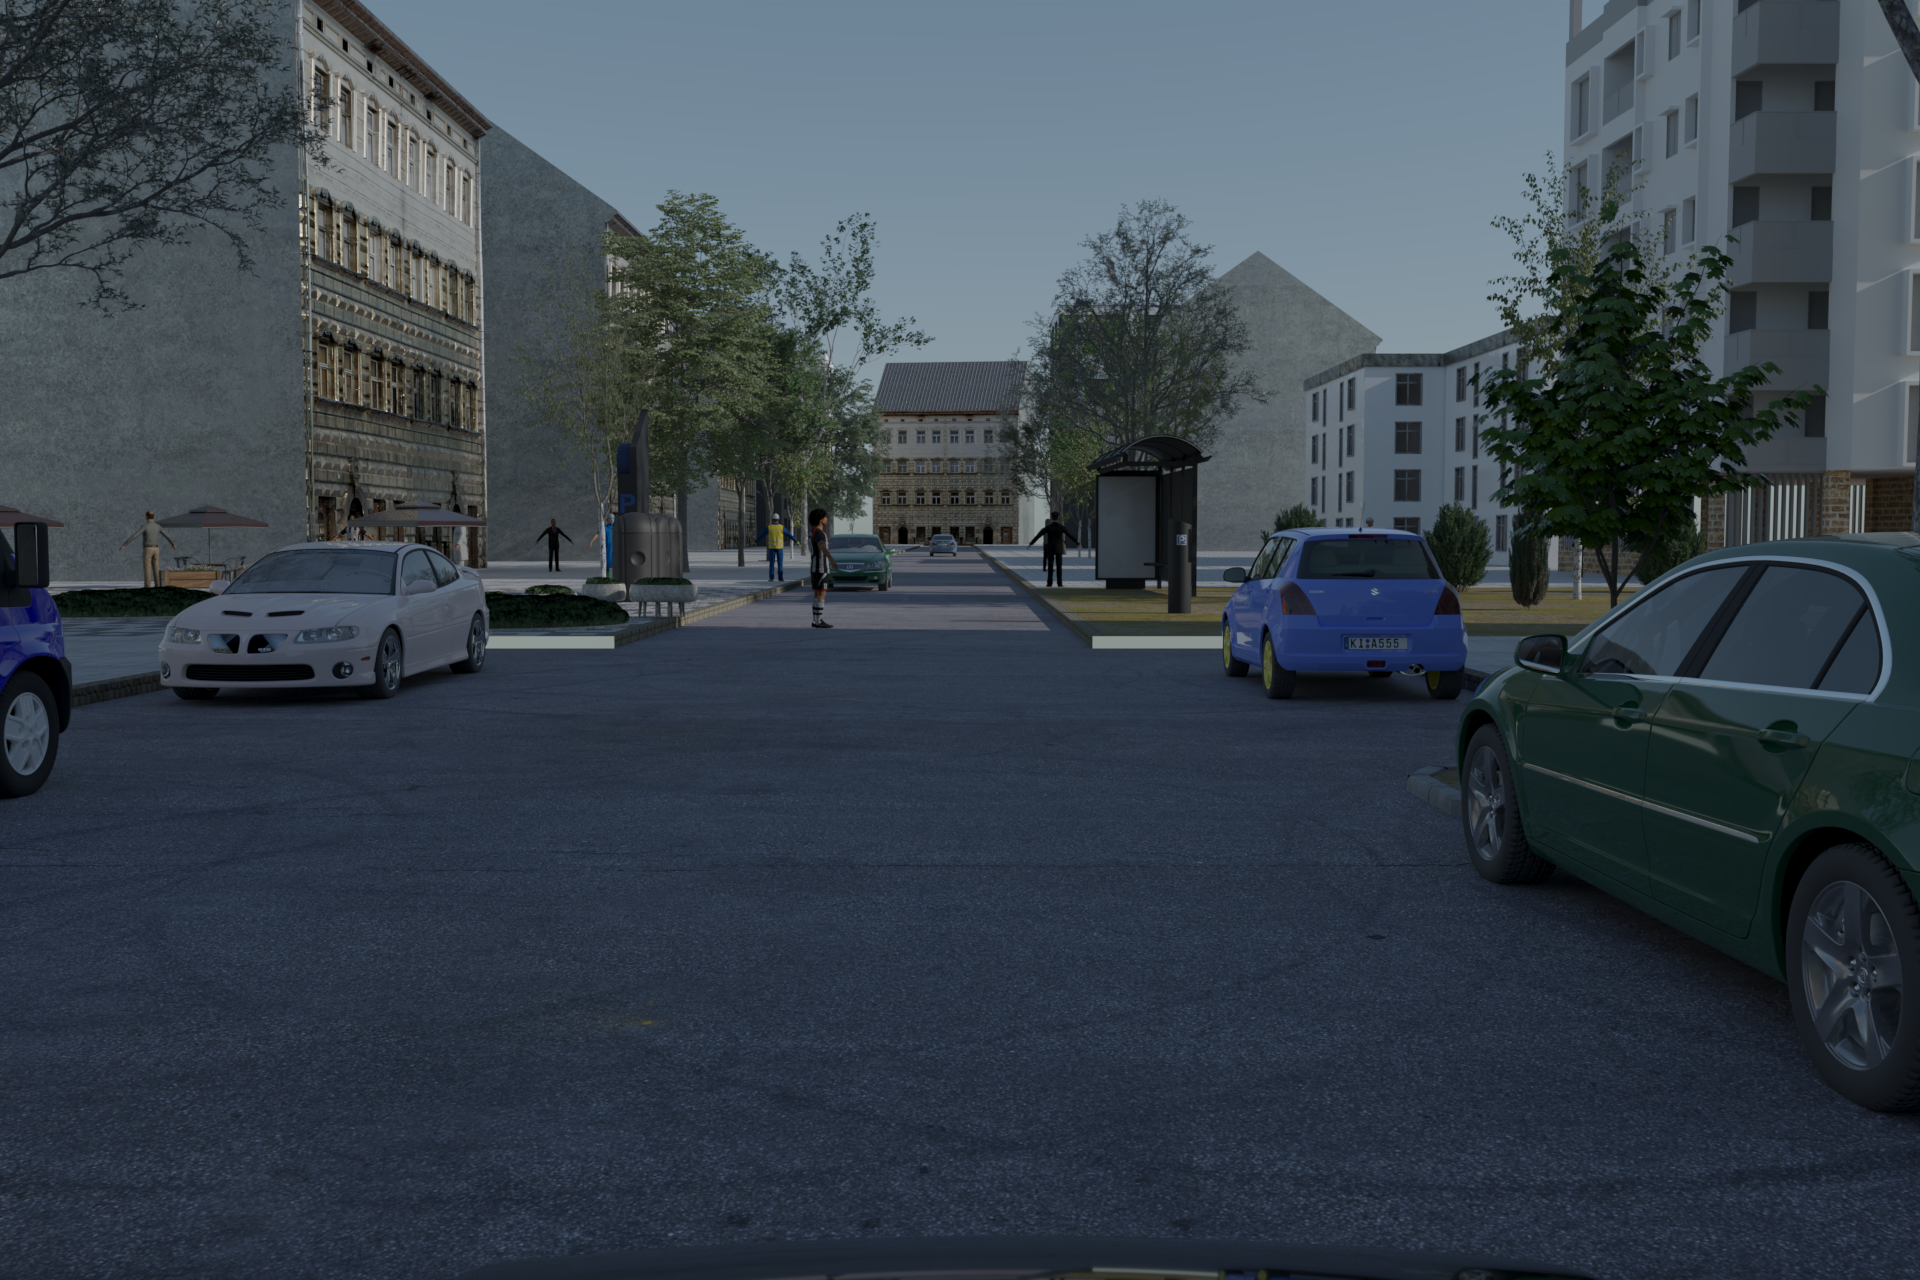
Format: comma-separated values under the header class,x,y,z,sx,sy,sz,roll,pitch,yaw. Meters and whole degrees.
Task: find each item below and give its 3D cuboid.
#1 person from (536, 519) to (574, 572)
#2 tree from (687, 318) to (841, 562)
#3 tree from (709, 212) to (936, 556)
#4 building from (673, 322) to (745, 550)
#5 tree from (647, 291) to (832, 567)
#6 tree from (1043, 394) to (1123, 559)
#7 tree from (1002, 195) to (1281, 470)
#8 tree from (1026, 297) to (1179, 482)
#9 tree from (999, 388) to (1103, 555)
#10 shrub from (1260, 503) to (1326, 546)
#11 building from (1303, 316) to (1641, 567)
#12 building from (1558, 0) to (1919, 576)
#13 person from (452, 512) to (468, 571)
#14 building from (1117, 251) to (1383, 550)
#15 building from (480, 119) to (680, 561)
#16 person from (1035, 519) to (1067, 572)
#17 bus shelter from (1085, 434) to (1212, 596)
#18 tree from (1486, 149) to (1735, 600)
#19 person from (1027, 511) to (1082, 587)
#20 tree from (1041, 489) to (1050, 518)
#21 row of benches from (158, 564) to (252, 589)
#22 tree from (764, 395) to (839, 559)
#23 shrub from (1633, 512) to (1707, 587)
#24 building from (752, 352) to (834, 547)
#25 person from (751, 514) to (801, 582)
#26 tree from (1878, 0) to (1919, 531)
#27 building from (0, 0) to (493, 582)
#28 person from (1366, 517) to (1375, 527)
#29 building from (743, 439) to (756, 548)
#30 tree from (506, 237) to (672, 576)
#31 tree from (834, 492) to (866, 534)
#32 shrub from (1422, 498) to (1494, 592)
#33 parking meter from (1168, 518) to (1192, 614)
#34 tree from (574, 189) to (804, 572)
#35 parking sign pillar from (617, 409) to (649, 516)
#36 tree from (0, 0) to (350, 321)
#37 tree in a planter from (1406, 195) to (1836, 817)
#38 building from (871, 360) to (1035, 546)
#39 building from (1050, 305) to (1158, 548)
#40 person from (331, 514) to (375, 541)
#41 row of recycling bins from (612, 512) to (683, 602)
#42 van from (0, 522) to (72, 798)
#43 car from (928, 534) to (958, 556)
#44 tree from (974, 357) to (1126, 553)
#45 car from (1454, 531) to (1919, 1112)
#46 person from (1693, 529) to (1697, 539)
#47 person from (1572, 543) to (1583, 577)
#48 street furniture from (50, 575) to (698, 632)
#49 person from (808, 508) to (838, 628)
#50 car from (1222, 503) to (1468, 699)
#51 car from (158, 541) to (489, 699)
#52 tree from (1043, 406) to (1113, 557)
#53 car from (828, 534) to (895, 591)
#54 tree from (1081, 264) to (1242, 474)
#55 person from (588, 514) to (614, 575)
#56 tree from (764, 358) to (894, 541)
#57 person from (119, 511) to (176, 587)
class,x,y,z,sx,sy,sz,roll,pitch,yaw
person,-13.846,-3.233,59.080,1.346,1.802,0.704,-2,4,-32
tree,-9.031,-9.511,81.253,9.928,11.665,9.643,0,3,0
tree,-7.808,-14.994,101.045,12.611,20.169,13.585,0,3,0
building,-28.259,-19.155,144.114,19.493,23.208,18.063,0,4,-1
tree,-8.805,-8.147,67.614,8.767,10.594,7.601,2,4,29
tree,6.600,-8.536,89.932,4.737,8.622,4.395,0,3,0
tree,6.401,-9.315,62.669,12.009,13.543,11.850,0,3,0
tree,6.778,-9.169,75.665,9.928,11.665,9.643,0,3,0
tree,6.096,-10.515,106.325,7.601,10.594,8.767,1,4,17
shrub,8.073,-2.291,41.503,1.661,2.075,1.752,0,3,0
building,23.226,-8.473,80.687,9.099,9.664,28.070,0,4,0
building,25.468,-12.267,56.988,16.016,20.090,11.380,0,3,0
person,-11.942,-2.144,41.239,0.705,1.806,1.347,-1,4,-20
building,23.154,-19.139,143.846,19.493,23.208,18.063,0,4,0
building,-25.707,-15.854,90.140,19.493,23.208,18.063,0,4,0
person,3.028,-3.253,59.313,1.348,1.813,0.705,2,4,34
bus shelter,4.024,-2.693,37.950,2.014,3.302,5.546,0,4,-2
tree,12.243,-5.083,33.476,4.737,8.622,4.395,0,3,0
person,2.303,-2.209,42.056,1.347,1.837,0.705,0,4,0
tree,12.607,-16.127,214.040,4.360,8.622,3.978,0,3,0
row of benches,-14.467,-1.268,36.195,4.104,0.672,1.422,-3,4,-36
tree,-8.400,-8.463,88.726,4.737,8.622,4.395,0,3,0
shrub,15.593,-2.057,38.052,1.690,2.028,1.600,0,3,0
building,-28.938,-21.313,192.447,27.936,21.610,32.646,0,4,-1
person,-4.981,-2.501,46.863,1.349,1.833,0.705,0,4,-5
tree,8.125,-9.847,16.888,12.611,20.169,13.585,0,3,0
building,-26.845,-13.701,54.940,19.493,23.208,18.063,0,4,-1
person,11.949,-2.675,50.194,1.216,1.772,0.721,-3,5,-42
building,-29.503,-20.277,162.465,19.493,23.208,18.063,0,4,0
tree,-8.885,-5.688,43.361,4.360,8.622,3.978,0,3,0
tree,-13.016,-16.067,213.063,4.360,8.622,3.978,0,3,0
shrub,10.960,-2.105,38.453,1.661,2.075,1.752,0,3,0
parking meter,3.557,-1.200,28.035,0.372,1.533,0.369,0,3,0
tree,-9.005,-8.514,57.331,7.486,12.596,7.792,0,3,0
parking sign pillar,-6.931,-2.954,36.775,1.447,3.967,1.447,0,4,1
tree,-12.265,-6.676,19.516,12.009,13.543,11.850,0,3,0
tree in a planter,3.488,-0.732,9.193,1.991,3.239,1.994,0,4,-1
building,-0.468,-23.610,219.406,18.063,23.208,19.493,1,4,8
building,22.666,-19.999,170.960,27.936,21.610,32.646,0,4,0
person,-16.282,-2.468,46.489,1.345,1.843,0.704,0,4,-7
row of recycling bins,-6.099,-1.655,34.165,1.069,1.692,3.534,0,4,1
van,-6.008,-0.202,7.684,2.240,2.365,5.245,0,4,0
car,-1.090,-6.123,112.116,2.014,1.417,4.499,0,4,0
tree,6.315,-12.774,119.219,12.009,13.543,11.850,0,3,0
car,3.104,0.370,5.742,2.131,1.459,4.920,0,4,-1
person,17.480,-2.168,41.632,0.705,1.806,1.347,0,4,6
person,18.409,-2.800,51.560,0.705,1.856,1.354,2,4,24
street furniture,-8.895,-0.667,26.538,10.072,0.657,5.734,2,4,27
person,-2.119,-1.091,26.437,0.704,1.843,1.345,-1,4,-17
car,3.504,-0.412,16.326,1.945,1.707,3.694,0,4,0
car,-5.880,-0.256,16.540,2.083,1.381,4.827,0,4,0
tree,6.651,-8.944,96.603,4.737,8.622,4.395,0,3,0
car,-2.726,-2.032,45.026,2.131,1.459,4.920,0,4,0
tree,5.997,-5.911,47.011,4.360,8.622,3.978,0,3,0
person,-9.199,-2.421,45.713,1.347,1.817,0.704,-2,4,-33
tree,-9.398,-13.264,123.524,9.857,13.997,8.962,0,3,0
person,-18.180,-1.994,38.872,0.705,1.796,1.348,2,4,33
